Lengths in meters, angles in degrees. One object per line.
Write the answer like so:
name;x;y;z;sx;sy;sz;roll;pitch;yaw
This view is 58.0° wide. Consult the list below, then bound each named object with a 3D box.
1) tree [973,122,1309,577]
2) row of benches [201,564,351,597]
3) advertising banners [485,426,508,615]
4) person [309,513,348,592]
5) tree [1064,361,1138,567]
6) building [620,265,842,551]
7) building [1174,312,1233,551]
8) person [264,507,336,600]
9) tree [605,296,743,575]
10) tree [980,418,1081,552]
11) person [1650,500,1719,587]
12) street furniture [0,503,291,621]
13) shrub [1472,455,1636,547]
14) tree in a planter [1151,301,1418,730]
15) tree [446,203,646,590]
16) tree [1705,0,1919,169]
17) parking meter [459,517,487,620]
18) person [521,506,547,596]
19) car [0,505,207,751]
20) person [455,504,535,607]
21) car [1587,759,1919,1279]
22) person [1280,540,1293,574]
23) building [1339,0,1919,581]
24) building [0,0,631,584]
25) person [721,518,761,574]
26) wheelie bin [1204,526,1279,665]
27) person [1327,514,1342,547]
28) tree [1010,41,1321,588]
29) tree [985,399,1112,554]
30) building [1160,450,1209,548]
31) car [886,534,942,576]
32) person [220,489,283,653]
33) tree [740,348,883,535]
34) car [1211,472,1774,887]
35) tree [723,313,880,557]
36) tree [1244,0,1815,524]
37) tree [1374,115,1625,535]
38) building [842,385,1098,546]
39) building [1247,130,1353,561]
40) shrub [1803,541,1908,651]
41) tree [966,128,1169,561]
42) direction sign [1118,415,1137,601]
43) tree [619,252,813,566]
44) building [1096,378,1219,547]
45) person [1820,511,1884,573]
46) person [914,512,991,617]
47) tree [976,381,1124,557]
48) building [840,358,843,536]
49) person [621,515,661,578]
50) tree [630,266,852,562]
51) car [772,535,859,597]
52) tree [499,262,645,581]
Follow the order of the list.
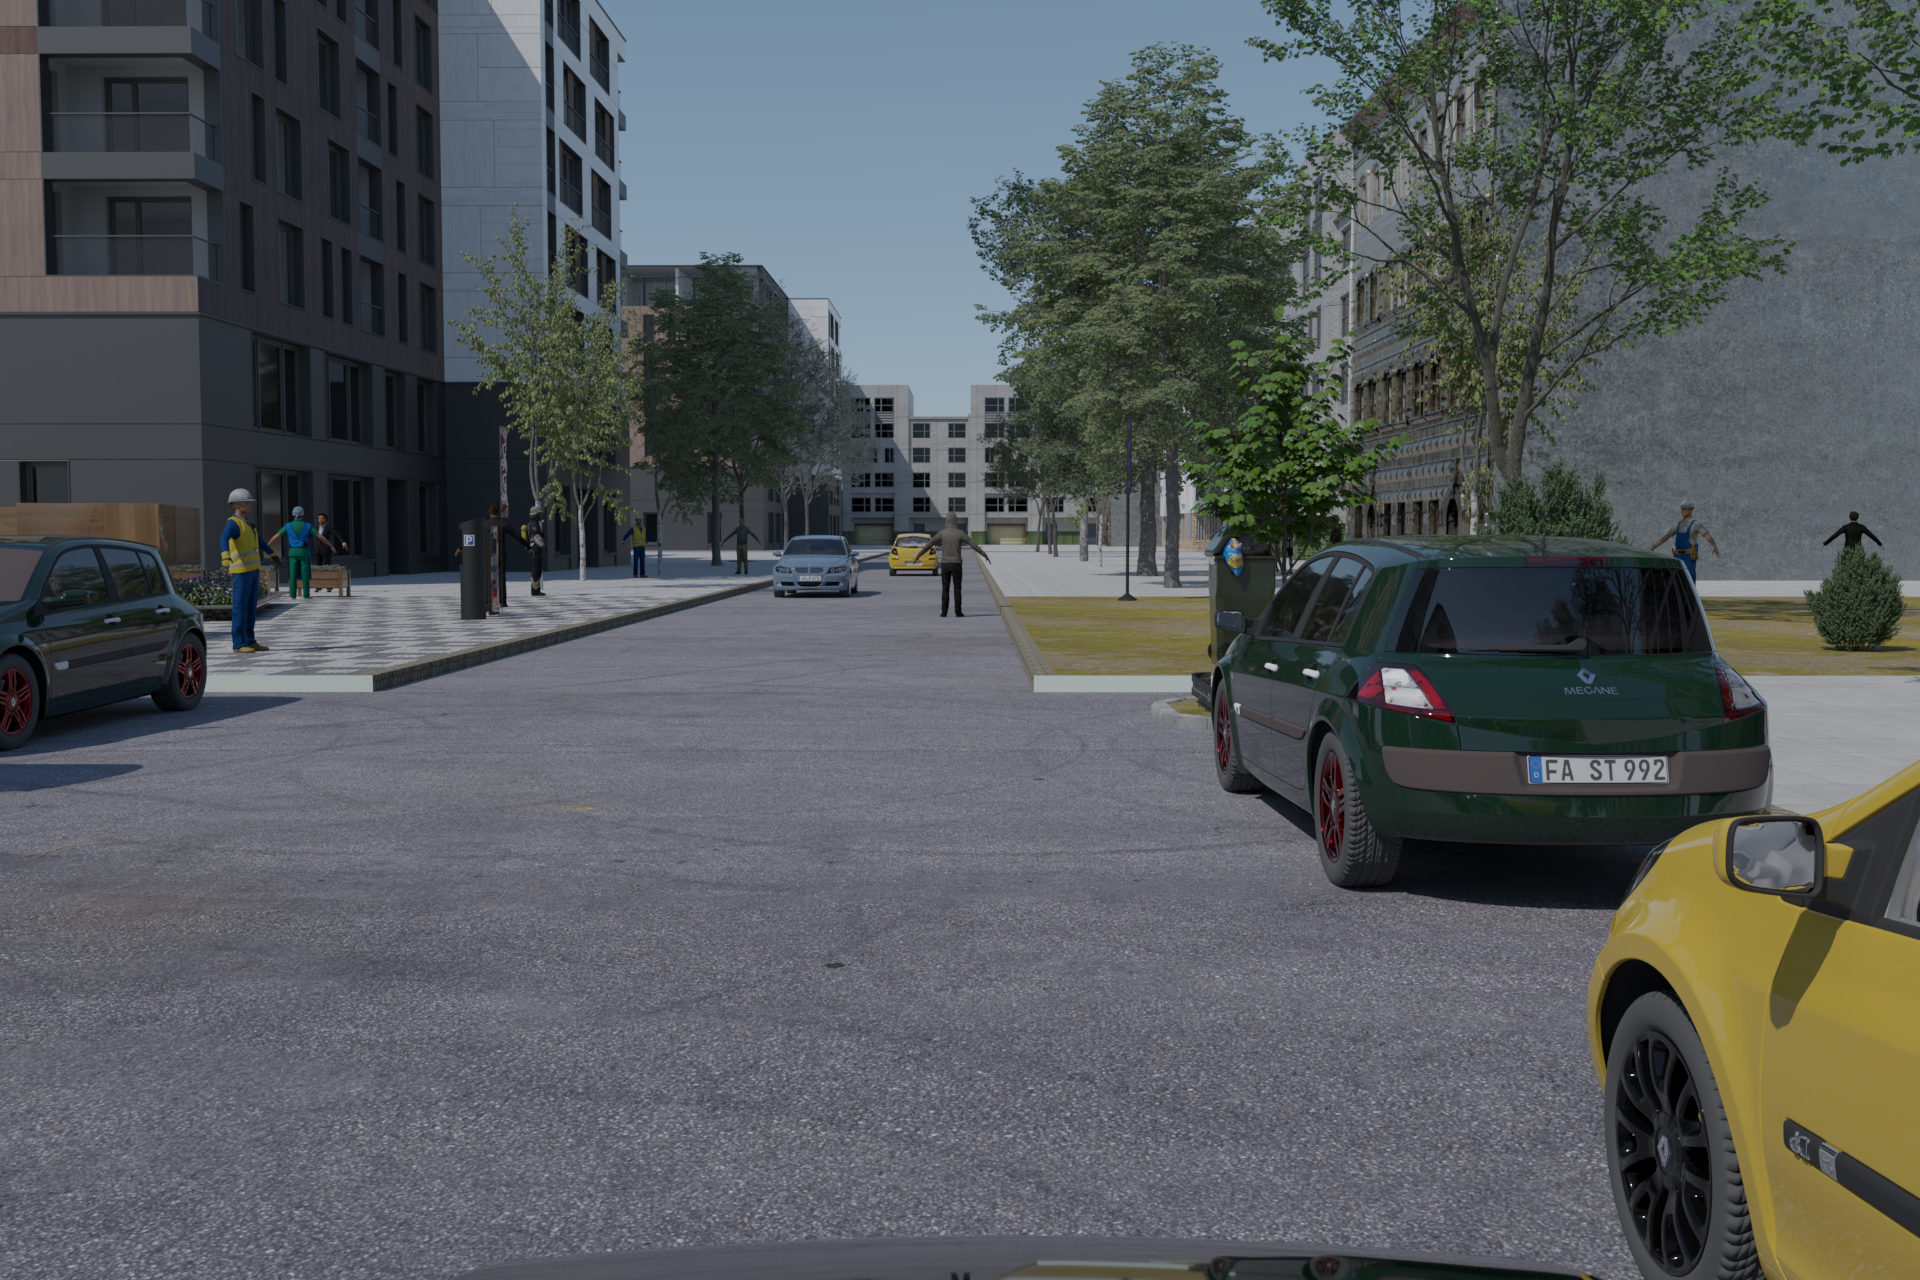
tree;5.585;-8.907;52.284;9.857;13.997;8.962;0;3;0
row of benches;-14.411;-1.210;35.254;4.104;0.672;1.422;0;4;-4
advertising banners;-7.430;-1.914;27.487;0.090;3.025;2.074;0;4;1
person;-14.005;-1.912;37.988;1.216;1.740;0.721;0;4;5
tree;5.573;-7.191;67.943;4.737;8.622;4.395;0;3;0
building;-25.340;-18.598;148.051;27.936;21.610;32.646;0;4;1
building;22.850;-17.573;143.734;16.016;20.090;11.380;0;4;0
person;-12.927;-1.699;33.898;1.347;1.817;0.704;-1;4;-13
tree;-9.716;-6.377;54.626;4.360;8.622;3.978;0;3;0
tree;5.542;-11.417;121.076;8.767;10.594;7.601;-1;4;-19
person;11.950;-1.388;28.544;0.705;1.847;1.347;-2;4;-31
street furniture;-13.729;-1.314;28.344;9.812;1.723;11.010;-1;4;-17
shrub;5.937;-0.818;17.410;1.661;2.075;1.752;0;3;0
tree in a planter;2.517;-0.988;13.379;1.991;3.239;1.994;0;4;0
tree;-9.417;-5.456;39.573;4.737;8.622;4.395;0;3;0
tree;8.571;-5.234;11.327;9.928;11.665;9.643;0;3;0
parking meter;-7.303;-1.074;25.966;0.372;1.533;0.369;0;3;0
person;-8.765;-1.845;35.950;0.705;1.856;1.354;-1;4;-20
car;-7.101;-0.177;12.688;2.009;1.686;4.222;0;4;1
person;-8.129;-1.472;30.298;1.346;1.802;0.704;-1;4;-15
car;2.135;0.502;2.024;2.015;1.641;3.980;0;4;0
person;10.459;-3.008;55.332;1.345;1.843;0.704;0;4;4
building;23.851;-13.761;55.918;19.493;23.208;18.063;0;4;0
building;-27.914;-12.972;56.067;27.936;21.610;32.646;0;4;1
person;-6.969;-3.000;55.319;1.348;1.796;0.705;1;4;11
wheelie bin;2.775;-0.557;17.010;0.693;1.594;0.980;0;3;0
person;10.036;-2.468;46.485;0.704;1.812;1.346;1;4;17
tree;4.637;-7.513;40.970;7.486;12.596;7.792;0;3;0
tree;5.806;-10.779;110.649;8.767;10.594;7.601;0;4;2
building;24.302;-18.817;164.070;16.016;20.090;11.380;0;4;1
car;-1.599;-3.067;60.363;2.015;1.641;3.980;0;4;-1
person;-7.704;-0.756;18.829;0.721;1.772;1.216;0;4;5
tree;-10.033;-12.441;113.785;12.009;13.543;11.850;0;3;0
car;2.326;0.083;8.434;2.009;1.686;4.222;0;4;-1
tree;-9.759;-11.411;96.936;12.009;13.543;11.850;0;3;0
tree;7.850;-6.051;24.682;9.928;11.665;9.643;0;3;0
tree;9.594;-4.955;31.375;4.737;8.622;4.395;0;3;0
building;1.347;-20.976;211.880;31.486;18.905;16.747;0;4;1
building;24.634;-13.342;84.592;16.747;18.905;31.486;0;4;0
shrub;9.840;-0.484;19.033;1.383;1.207;1.383;0;3;0
tree;7.035;-13.713;80.098;12.611;20.169;13.585;0;3;0
direction sign;3.232;-2.528;33.337;0.379;3.537;0.876;0;4;-1
tree;-9.797;-9.264;69.596;7.486;12.596;7.792;0;3;0
building;24.375;-21.504;182.525;19.493;23.208;18.063;0;4;0
person;20.549;-2.061;39.878;1.347;1.806;0.705;1;4;17
person;-0.140;-1.303;29.887;1.348;1.813;0.705;0;4;5
tree;5.295;-9.899;96.261;8.767;10.594;7.601;-1;4;-10
building;-27.544;-20.918;185.976;27.936;21.610;32.646;0;4;0
person;-9.426;-2.751;50.950;1.349;1.833;0.705;-3;5;-41
tree;-10.058;-10.363;79.800;12.009;13.543;11.850;0;3;0
car;-3.342;-1.754;40.680;2.014;1.417;4.499;0;4;0
tree;-10.286;-5.900;46.834;4.737;8.622;4.395;0;3;0
